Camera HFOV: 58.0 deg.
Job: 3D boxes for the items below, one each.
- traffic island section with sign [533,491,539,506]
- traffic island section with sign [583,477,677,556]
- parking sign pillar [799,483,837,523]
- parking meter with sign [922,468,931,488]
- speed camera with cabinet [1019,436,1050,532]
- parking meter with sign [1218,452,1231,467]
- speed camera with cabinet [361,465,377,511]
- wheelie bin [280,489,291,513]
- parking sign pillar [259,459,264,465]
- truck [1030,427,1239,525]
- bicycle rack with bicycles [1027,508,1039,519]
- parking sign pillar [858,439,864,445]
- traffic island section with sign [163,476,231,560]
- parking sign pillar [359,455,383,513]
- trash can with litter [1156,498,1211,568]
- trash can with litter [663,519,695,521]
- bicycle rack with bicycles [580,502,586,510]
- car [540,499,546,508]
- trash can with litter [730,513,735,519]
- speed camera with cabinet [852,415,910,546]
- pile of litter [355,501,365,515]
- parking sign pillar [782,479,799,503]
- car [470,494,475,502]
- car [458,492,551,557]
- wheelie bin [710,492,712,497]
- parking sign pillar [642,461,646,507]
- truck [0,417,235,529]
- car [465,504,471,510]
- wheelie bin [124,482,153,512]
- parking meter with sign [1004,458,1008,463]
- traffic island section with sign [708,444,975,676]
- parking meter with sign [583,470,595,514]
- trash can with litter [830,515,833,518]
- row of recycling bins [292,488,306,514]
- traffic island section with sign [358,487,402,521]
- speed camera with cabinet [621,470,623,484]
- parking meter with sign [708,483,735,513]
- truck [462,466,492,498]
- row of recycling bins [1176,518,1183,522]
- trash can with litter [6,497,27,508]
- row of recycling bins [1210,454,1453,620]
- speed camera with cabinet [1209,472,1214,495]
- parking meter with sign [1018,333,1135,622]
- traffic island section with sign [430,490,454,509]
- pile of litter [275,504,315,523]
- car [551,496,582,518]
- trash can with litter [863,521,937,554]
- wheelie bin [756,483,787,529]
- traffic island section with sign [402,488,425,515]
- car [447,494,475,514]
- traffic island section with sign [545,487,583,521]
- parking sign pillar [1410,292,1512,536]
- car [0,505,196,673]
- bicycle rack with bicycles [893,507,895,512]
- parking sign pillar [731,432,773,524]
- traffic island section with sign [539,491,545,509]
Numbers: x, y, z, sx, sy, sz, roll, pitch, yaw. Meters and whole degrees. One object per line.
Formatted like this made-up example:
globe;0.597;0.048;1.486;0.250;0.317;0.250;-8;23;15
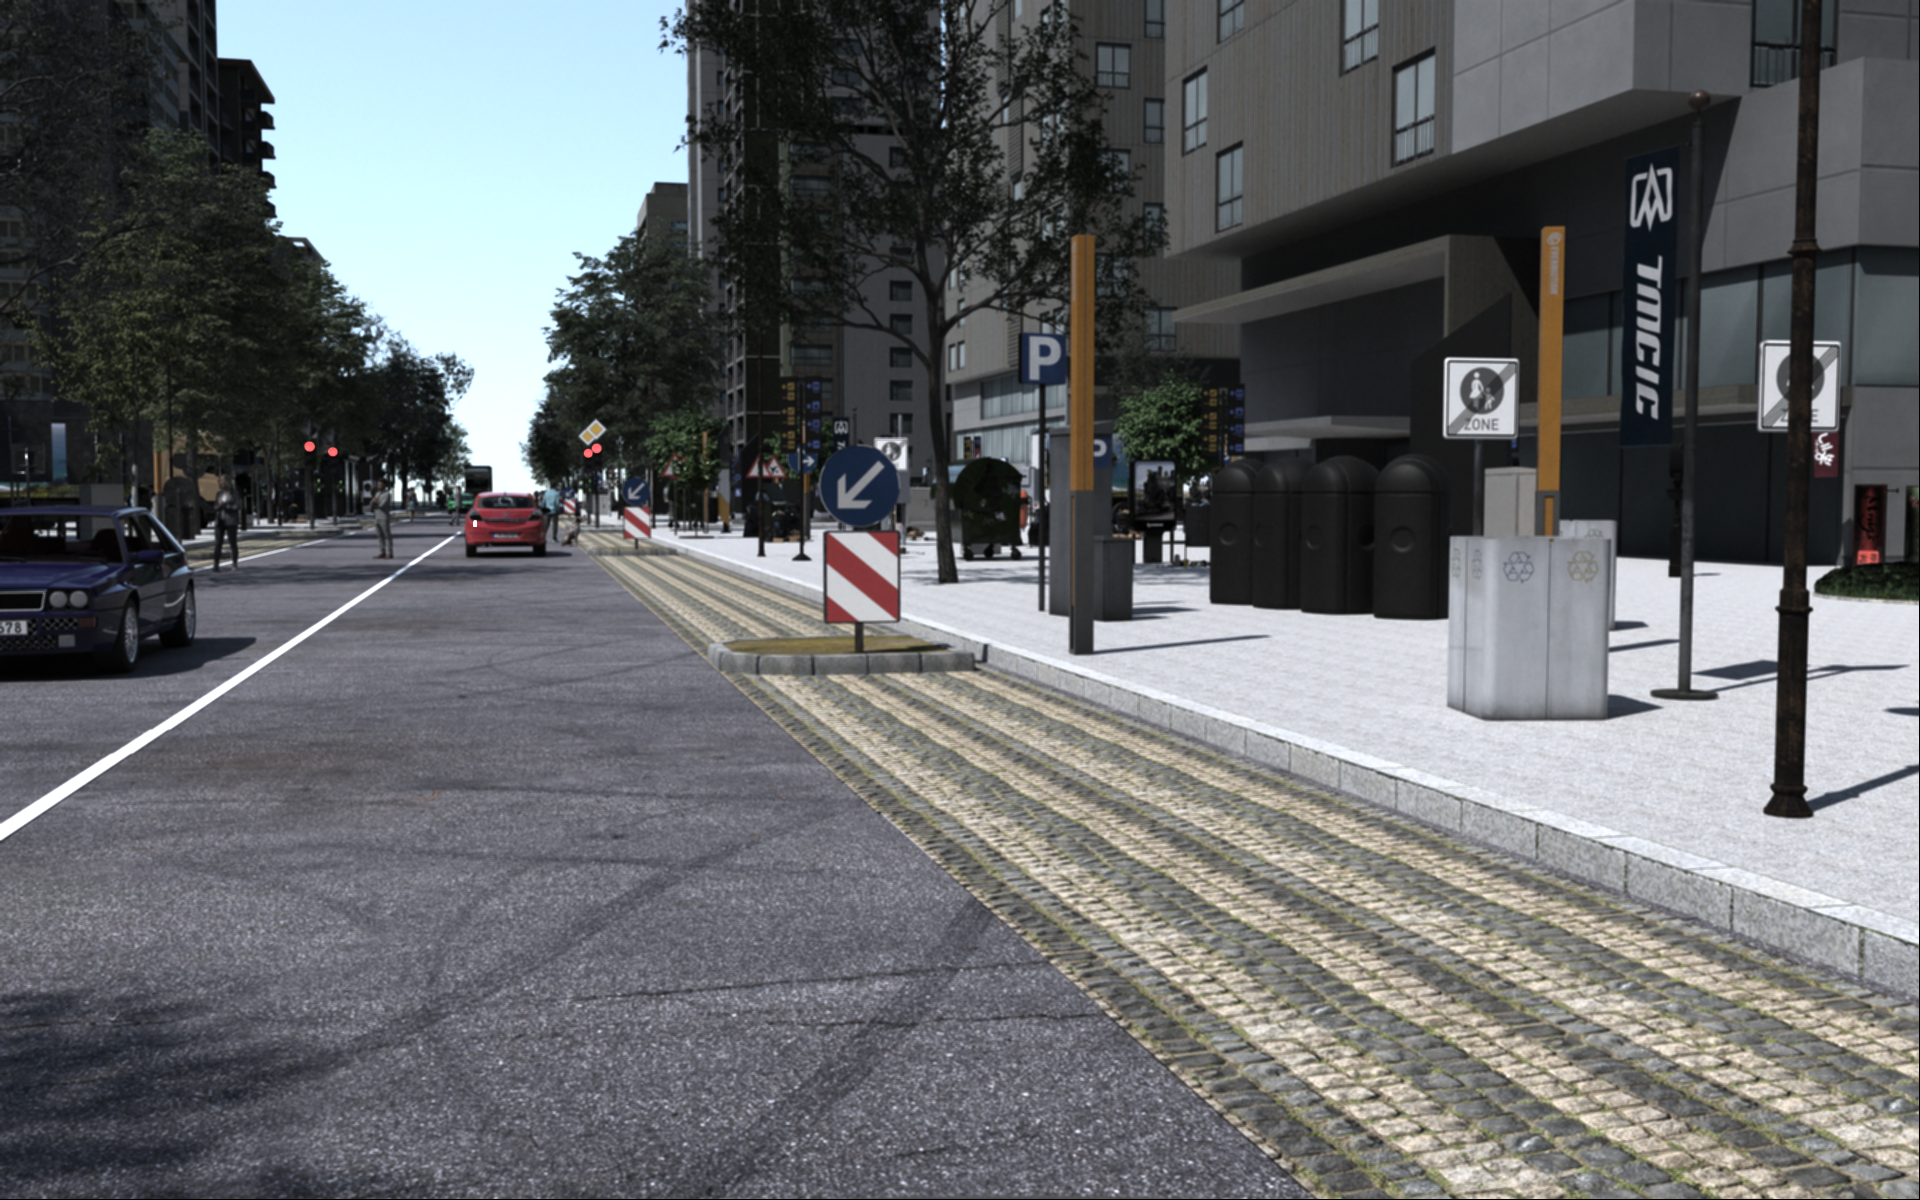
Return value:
traffic island section with sign;-40.516;-9.824;169.254;1.989;1.847;2.006;-1;4;-14
traffic island section with sign;-7.773;-1.967;40.782;1.989;1.847;2.006;-1;4;-14
parking sign pillar;-6.238;-5.465;77.831;1.447;3.967;1.447;-1;4;-20
parking meter with sign;-2.168;-7.187;113.763;0.543;3.016;1.738;0;4;-6
speed camera with cabinet;2.951;-3.929;58.573;2.038;3.252;0.660;2;4;33
parking meter with sign;11.130;-4.528;70.287;0.543;3.016;1.738;-1;4;-21
speed camera with cabinet;-40.299;-7.474;116.532;2.038;3.252;0.660;1;4;15
wheelie bin;-44.610;-6.536;114.777;0.980;1.594;0.693;-1;4;-15
parking sign pillar;-52.980;-8.694;130.615;1.447;3.967;1.447;1;4;9
truck;8.786;-5.272;75.103;11.283;4.237;2.839;-1;4;-13
bicycle rack with bicycles;3.809;-4.046;79.536;2.925;0.926;2.852;-3;4;-38
parking sign pillar;-4.522;-5.957;85.874;1.447;3.967;1.447;2;4;32
traffic island section with sign;-17.139;-1.795;37.973;1.989;1.847;2.006;-1;4;-14
parking sign pillar;-40.647;-7.988;119.074;1.447;3.967;1.447;-1;4;-18
trash can with litter;4.631;-1.196;30.610;2.233;1.210;1.678;1;4;10
trash can with litter;-13.521;-4.466;84.069;2.233;1.210;1.678;-3;4;-37
bicycle rack with bicycles;-29.397;-7.724;139.674;2.925;0.926;2.852;-3;5;-40
car;-35.690;-8.476;151.160;1.945;1.354;3.894;-1;4;-14
trash can with litter;-11.349;-4.738;88.854;1.055;1.170;0.624;-1;4;-13
speed camera with cabinet;-2.013;-3.021;43.725;0.660;3.252;2.038;-2;4;-33
pile of litter;-37.994;-5.808;108.927;1.176;0.858;1.719;-2;4;-26
parking sign pillar;-10.204;-7.189;106.019;1.447;3.967;1.447;0;4;7
car;-42.247;-8.329;148.178;2.014;1.417;4.499;-1;4;-13
car;-10.724;-1.943;40.811;2.155;1.783;4.494;-1;4;-15
wheelie bin;-17.049;-6.630;116.303;0.693;1.594;0.980;-2;4;-35
parking sign pillar;-21.660;-7.970;118.774;1.447;3.967;1.447;0;4;5
truck;-32.326;-4.611;64.299;11.283;4.237;2.839;-1;4;-15
car;-16.694;-3.086;62.261;2.131;1.459;4.920;-1;4;-15
wheelie bin;-21.700;-2.318;45.814;0.693;1.594;0.980;-2;4;-28
parking meter with sign;1.427;-5.267;82.375;1.738;3.016;0.543;-3;4;-37
traffic island section with sign;-1.087;-0.364;14.572;1.989;1.847;2.006;-1;4;-14
parking meter with sign;-26.359;-7.736;122.740;0.543;3.016;1.738;-1;4;-14
trash can with litter;-7.000;-5.333;98.580;0.624;1.170;1.055;0;4;6
row of recycling bins;-42.248;-6.368;111.223;1.069;1.692;3.534;-1;4;-9
traffic island section with sign;-30.961;-5.110;92.178;1.989;1.847;2.006;-1;4;-14
speed camera with cabinet;-27.349;-9.090;142.965;0.660;3.252;2.038;-3;5;-43
parking meter with sign;-14.997;-6.905;109.157;0.543;3.016;1.738;3;4;38
truck;-48.231;-11.290;173.498;2.839;4.237;11.283;-1;4;-14
row of recycling bins;9.969;-4.465;80.123;1.069;1.692;3.534;-2;4;-31
trash can with litter;-26.419;-2.337;49.275;1.678;1.210;2.233;-1;4;-12
row of recycling bins;4.003;-0.735;19.135;1.069;1.692;3.534;-2;4;-30
speed camera with cabinet;9.614;-4.528;68.370;0.660;3.252;2.038;1;4;18
parking meter with sign;1.249;-1.338;18.140;0.543;3.016;1.738;-2;4;-25
traffic island section with sign;-49.897;-9.653;166.457;1.989;1.847;2.006;-1;4;-14
pile of litter;-29.569;-3.858;77.041;1.719;0.858;1.176;-1;4;-18
car;-23.683;-5.589;103.961;1.945;1.354;3.894;-1;4;-14
trash can with litter;-1.725;-1.614;37.440;1.678;1.210;2.233;-3;5;-44
wheelie bin;-5.443;-2.554;49.674;0.693;1.594;0.980;3;4;38
traffic island section with sign;-37.636;-6.713;118.388;1.989;1.847;2.006;-1;4;-14
car;-35.510;-7.001;123.258;1.959;1.807;4.718;-1;4;-15
traffic island section with sign;-21.190;-5.184;93.385;1.989;1.847;2.006;-1;4;-14
parking sign pillar;6.840;-2.153;23.668;1.447;3.967;1.447;2;4;25
car;-7.772;-0.140;14.863;1.945;1.354;3.894;-1;4;-14
bicycle rack with bicycles;-4.068;-5.013;95.351;2.852;0.926;2.925;1;4;10
parking sign pillar;-9.070;-5.236;74.074;1.447;3.967;1.447;2;4;34
traffic island section with sign;-28.081;-6.839;120.445;1.989;1.847;2.006;-1;4;-14
